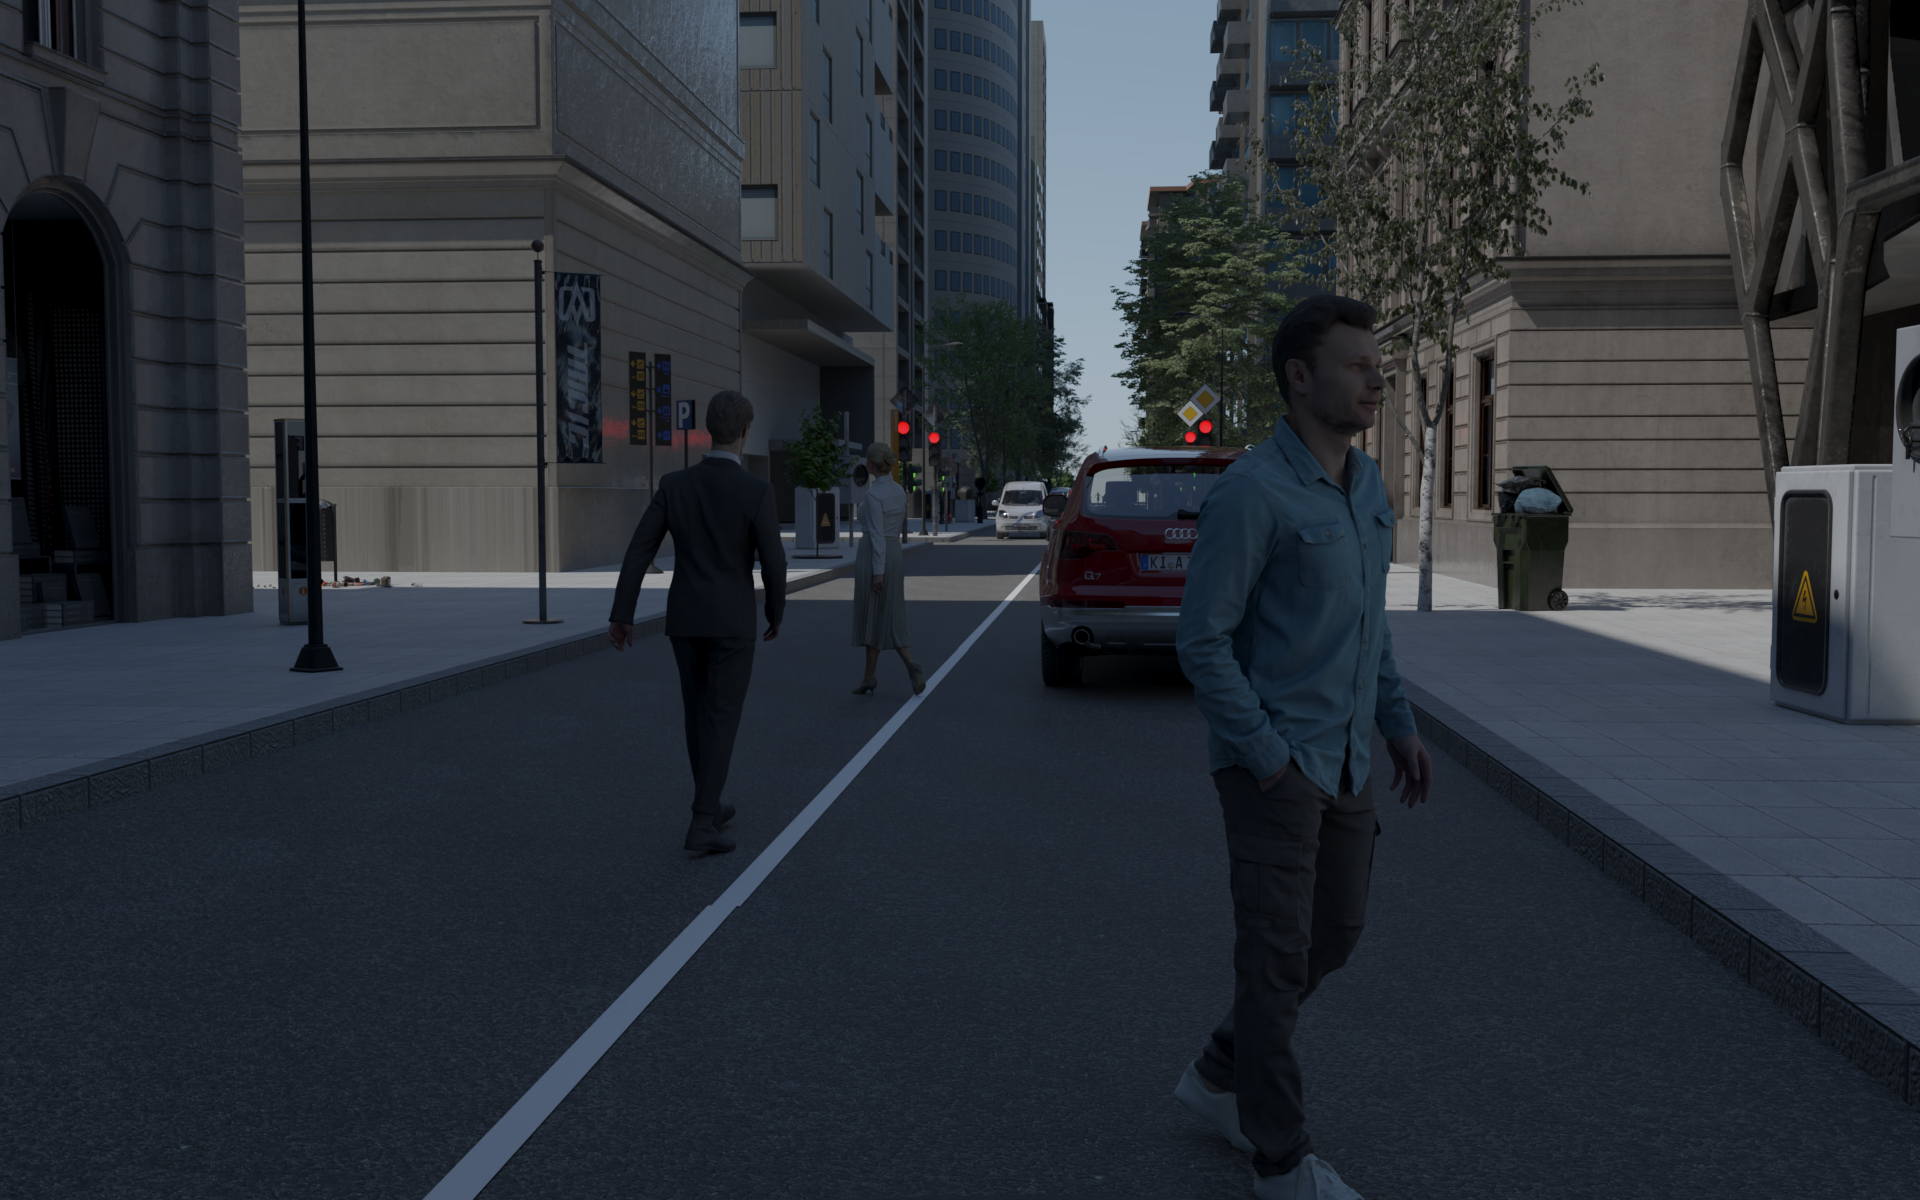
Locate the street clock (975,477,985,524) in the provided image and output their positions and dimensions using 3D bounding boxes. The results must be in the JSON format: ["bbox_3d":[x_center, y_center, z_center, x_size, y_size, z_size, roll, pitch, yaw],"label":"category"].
[{"bbox_3d":[0.877,-4.339,75.508,0.358,2.002,0.471,3,5,41],"label":"street clock"}]

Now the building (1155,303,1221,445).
[{"bbox_3d":[33.537,-19.918,170.703,27.650,21.520,28.899,0,4,5],"label":"building"}]

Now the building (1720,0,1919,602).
[{"bbox_3d":[15.598,-8.920,13.287,16.820,18.784,16.811,0,4,5],"label":"building"}]

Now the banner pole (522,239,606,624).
[{"bbox_3d":[-3.947,-1.665,17.240,0.863,3.779,0.401,-2,4,-28],"label":"banner pole"}]

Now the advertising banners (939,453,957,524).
[{"bbox_3d":[-0.502,-4.754,73.911,0.090,3.025,2.074,1,4,21],"label":"advertising banners"}]

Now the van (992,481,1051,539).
[{"bbox_3d":[2.085,-3.018,56.348,2.013,2.044,4.112,0,4,5],"label":"van"}]

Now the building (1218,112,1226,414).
[{"bbox_3d":[34.286,-27.558,142.450,32.217,40.220,23.993,0,4,5],"label":"building"}]

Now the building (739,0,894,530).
[{"bbox_3d":[-17.258,-29.291,68.148,28.713,52.752,27.495,0,4,5],"label":"building"}]

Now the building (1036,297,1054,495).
[{"bbox_3d":[6.405,-29.326,251.180,14.160,30.474,14.107,0,4,5],"label":"building"}]

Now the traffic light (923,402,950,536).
[{"bbox_3d":[-0.740,-3.905,52.760,0.839,4.253,0.868,0,4,5],"label":"traffic light"}]

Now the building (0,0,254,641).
[{"bbox_3d":[-14.488,-10.114,7.164,13.314,21.916,24.055,0,4,5],"label":"building"}]

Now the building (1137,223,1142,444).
[{"bbox_3d":[38.962,-37.645,270.111,22.147,44.769,28.867,0,4,5],"label":"building"}]

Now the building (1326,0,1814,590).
[{"bbox_3d":[12.762,-10.212,31.595,10.561,19.102,19.286,0,4,5],"label":"building"}]

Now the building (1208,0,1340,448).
[{"bbox_3d":[25.535,-29.156,96.311,23.786,49.044,30.456,0,4,5],"label":"building"}]

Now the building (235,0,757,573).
[{"bbox_3d":[-20.098,-12.396,35.960,30.059,22.955,16.112,0,4,5],"label":"building"}]

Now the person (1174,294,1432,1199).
[{"bbox_3d":[0.664,0.302,3.581,0.620,1.820,0.660,3,5,39],"label":"person"}]

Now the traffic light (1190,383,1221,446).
[{"bbox_3d":[6.220,-3.379,44.174,0.839,4.253,0.868,0,4,5],"label":"traffic light"}]

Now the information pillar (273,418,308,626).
[{"bbox_3d":[-6.501,-0.763,16.975,0.304,2.012,0.304,-3,5,-39],"label":"information pillar"}]

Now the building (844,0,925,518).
[{"bbox_3d":[-10.513,-40.611,102.241,20.563,71.187,20.611,0,4,5],"label":"building"}]

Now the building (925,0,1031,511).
[{"bbox_3d":[-4.140,-38.458,170.791,21.231,58.520,28.212,0,4,5],"label":"building"}]

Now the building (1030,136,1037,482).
[{"bbox_3d":[1.186,-31.130,192.562,14.154,41.232,14.086,0,4,5],"label":"building"}]

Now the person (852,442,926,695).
[{"bbox_3d":[-0.506,-0.218,12.291,0.641,1.798,0.478,3,5,43],"label":"person"}]

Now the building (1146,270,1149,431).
[{"bbox_3d":[30.709,-27.408,219.814,14.160,30.474,14.107,0,4,5],"label":"building"}]

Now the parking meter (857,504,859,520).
[{"bbox_3d":[-4.897,-4.698,85.229,0.372,1.533,0.369,0,3,0],"label":"parking meter"}]

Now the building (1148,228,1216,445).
[{"bbox_3d":[28.525,-25.730,192.393,14.160,30.474,14.107,0,4,5],"label":"building"}]

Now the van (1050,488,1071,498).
[{"bbox_3d":[6.397,-6.294,109.918,2.013,2.044,4.112,0,4,5],"label":"van"}]

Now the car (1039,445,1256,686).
[{"bbox_3d":[1.781,-0.348,14.363,2.281,1.827,5.304,0,4,6],"label":"car"}]

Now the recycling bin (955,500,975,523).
[{"bbox_3d":[0.223,-4.011,78.141,0.722,1.027,0.722,1,4,23],"label":"recycling bin"}]

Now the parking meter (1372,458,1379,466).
[{"bbox_3d":[6.568,-1.364,28.017,0.255,1.863,0.399,3,4,39],"label":"parking meter"}]

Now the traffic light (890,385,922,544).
[{"bbox_3d":[-1.415,-3.418,44.803,0.839,4.253,0.868,0,4,5],"label":"traffic light"}]

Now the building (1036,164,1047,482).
[{"bbox_3d":[-0.593,-37.265,228.885,23.786,49.044,30.456,0,4,5],"label":"building"}]

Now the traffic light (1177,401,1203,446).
[{"bbox_3d":[6.895,-3.866,52.130,0.839,4.253,0.868,0,4,5],"label":"traffic light"}]

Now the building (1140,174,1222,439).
[{"bbox_3d":[36.982,-35.849,240.759,22.147,44.769,28.867,0,4,5],"label":"building"}]

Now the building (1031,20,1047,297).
[{"bbox_3d":[5.135,-50.755,268.098,20.563,71.187,20.611,0,4,5],"label":"building"}]
